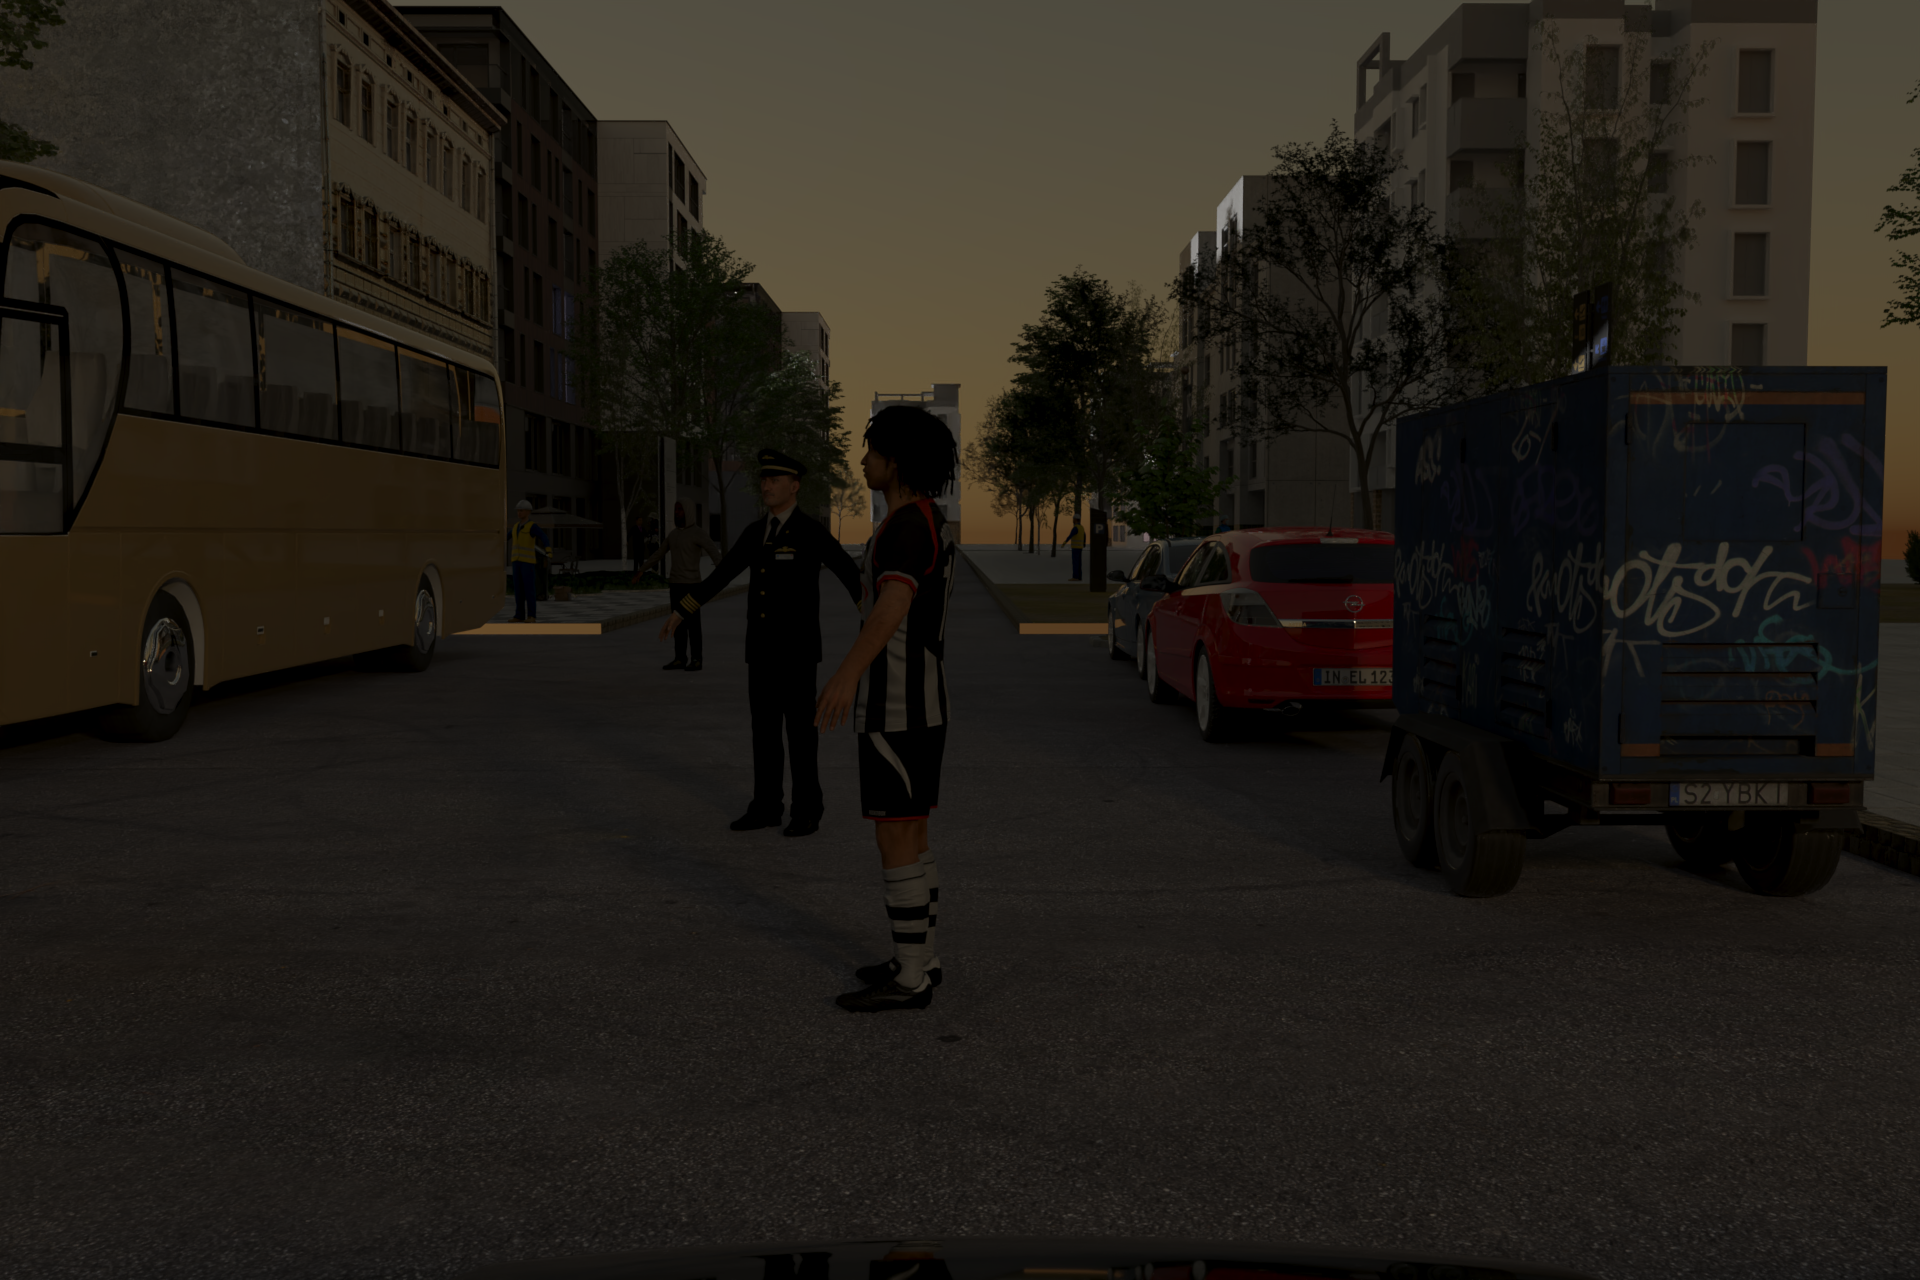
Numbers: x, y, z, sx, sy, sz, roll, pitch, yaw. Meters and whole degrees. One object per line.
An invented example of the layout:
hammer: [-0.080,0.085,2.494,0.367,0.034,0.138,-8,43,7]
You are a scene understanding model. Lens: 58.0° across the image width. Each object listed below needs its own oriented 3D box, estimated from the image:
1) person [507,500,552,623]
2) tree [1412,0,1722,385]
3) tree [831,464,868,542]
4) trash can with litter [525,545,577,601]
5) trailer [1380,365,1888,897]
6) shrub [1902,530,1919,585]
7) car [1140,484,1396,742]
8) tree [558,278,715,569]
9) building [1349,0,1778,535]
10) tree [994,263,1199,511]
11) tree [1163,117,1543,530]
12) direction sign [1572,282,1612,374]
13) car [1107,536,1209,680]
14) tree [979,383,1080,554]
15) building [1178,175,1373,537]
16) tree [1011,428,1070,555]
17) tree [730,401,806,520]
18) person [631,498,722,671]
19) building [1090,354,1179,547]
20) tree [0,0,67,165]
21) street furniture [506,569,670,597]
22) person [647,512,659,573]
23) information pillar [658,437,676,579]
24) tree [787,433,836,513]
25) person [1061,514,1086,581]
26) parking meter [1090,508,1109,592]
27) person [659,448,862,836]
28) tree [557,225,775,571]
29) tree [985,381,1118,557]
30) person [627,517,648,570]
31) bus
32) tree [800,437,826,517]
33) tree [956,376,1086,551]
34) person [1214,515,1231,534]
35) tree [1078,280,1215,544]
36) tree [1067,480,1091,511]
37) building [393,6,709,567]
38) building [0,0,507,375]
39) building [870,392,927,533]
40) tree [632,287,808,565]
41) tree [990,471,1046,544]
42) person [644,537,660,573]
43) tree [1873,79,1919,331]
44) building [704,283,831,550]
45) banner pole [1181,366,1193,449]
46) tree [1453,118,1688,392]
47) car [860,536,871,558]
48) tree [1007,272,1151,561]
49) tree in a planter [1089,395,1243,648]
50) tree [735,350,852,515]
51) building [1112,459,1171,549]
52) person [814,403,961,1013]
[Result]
person: [-6.355,-1.136,25.033,1.216,1.772,0.721,2,4,28]
tree: [8.669,-4.497,23.883,4.360,8.622,3.978,0,3,0]
tree: [-15.111,-17.477,220.161,7.601,10.594,8.767,0,4,3]
trash can with litter: [-7.909,-1.339,33.288,1.055,1.170,0.624,0,4,-1]
trailer: [2.637,-0.050,7.859,1.471,1.999,3.904,0,4,-1]
shrub: [22.960,-2.232,40.539,1.661,2.075,1.752,0,3,0]
car: [2.525,-0.267,13.408,2.155,1.783,4.494,0,4,-1]
tree: [-10.023,-6.127,50.543,4.360,8.622,3.978,0,3,0]
building: [20.566,-12.878,66.980,16.016,20.090,11.380,0,4,0]
tree: [4.716,-7.719,60.615,7.601,10.594,8.767,-1,4,-17]
tree: [9.049,-6.363,38.449,8.767,10.594,7.601,-1,4,-17]
direction sign: [5.823,-1.471,16.054,0.379,3.537,0.876,0,4,-1]
car: [2.604,-0.385,18.291,2.014,1.417,4.499,0,4,-1]
tree: [4.799,-11.531,114.292,9.928,11.665,9.643,0,3,0]
building: [22.264,-13.926,94.153,16.747,18.905,31.486,0,4,0]
tree: [4.591,-9.512,105.888,4.360,8.622,3.978,0,3,0]
tree: [-11.053,-8.821,94.578,4.360,8.622,3.978,0,3,0]
person: [-2.909,-0.590,18.229,1.348,1.813,0.705,3,4,36]
building: [19.476,-20.446,190.705,16.016,20.090,11.380,0,4,-1]
tree: [-12.844,-6.061,17.217,7.486,12.596,7.792,0,3,0]
street furniture: [-11.258,-1.338,37.511,10.072,0.657,5.734,-1,4,-13]
person: [-8.185,-2.471,46.173,0.705,1.856,1.354,-1,4,-13]
information pillar: [-7.184,-3.135,42.577,0.184,3.620,1.656,0,4,0]
tree: [-10.602,-10.354,119.657,4.737,8.622,4.395,0,3,0]
person: [3.159,-2.526,47.271,0.705,1.833,1.349,2,4,31]
parking meter: [3.075,-1.993,38.290,0.399,1.863,0.255,0,4,-2]
person: [-0.872,0.003,8.339,1.347,1.837,0.705,2,4,32]
tree: [-9.807,-8.102,58.221,9.928,11.665,9.643,0,3,0]
tree: [5.291,-9.808,94.775,8.767,10.594,7.601,-2,4,-30]
person: [-9.758,-2.847,52.766,0.704,1.802,1.346,3,4,36]
bus: [-6.701,-1.440,15.090,2.896,3.916,12.252,0,4,-1]
tree: [-11.295,-10.758,126.253,4.737,8.622,4.395,0,3,0]
tree: [4.697,-13.501,131.104,12.009,13.543,11.850,0,3,0]
person: [7.435,-2.594,48.535,1.347,1.817,0.704,-3,5,-44]
tree: [5.641,-6.112,50.290,4.360,8.622,3.978,0,3,0]
tree: [17.212,-17.955,219.323,9.928,11.665,9.643,0,3,0]
building: [-28.372,-14.660,83.671,27.936,21.610,32.646,0,4,0]
building: [-26.076,-13.657,54.224,19.493,23.208,18.063,0,4,-1]
building: [-11.111,-22.230,222.330,11.380,20.090,16.016,0,4,5]
tree: [-9.937,-8.935,71.836,9.928,11.665,9.643,0,3,0]
tree: [7.355,-17.303,217.312,7.601,10.594,8.767,0,4,-4]
person: [-9.919,-3.144,57.583,1.347,1.806,0.705,-2,4,-25]
tree: [19.118,-6.263,28.156,9.928,11.665,9.643,0,3,0]
building: [-26.865,-19.159,157.228,27.936,21.610,32.646,0,3,0]
banner pole: [3.362,-2.181,25.681,0.401,3.779,0.863,0,4,-2]
tree: [10.893,-4.904,30.549,4.737,8.622,4.395,0,3,0]
car: [-3.682,-4.284,82.399,2.083,1.381,4.827,0,4,-1]
tree: [5.508,-9.640,75.735,7.486,12.596,7.792,0,3,0]
tree in a planter: [2.692,-1.539,22.391,1.991,3.239,1.994,0,4,0]
tree: [-10.250,-11.518,106.453,7.486,12.596,7.792,0,3,0]
building: [19.139,-12.880,152.734,9.099,9.664,28.070,0,4,0]
person: [-0.201,0.201,5.314,0.704,1.843,1.345,0,4,7]
